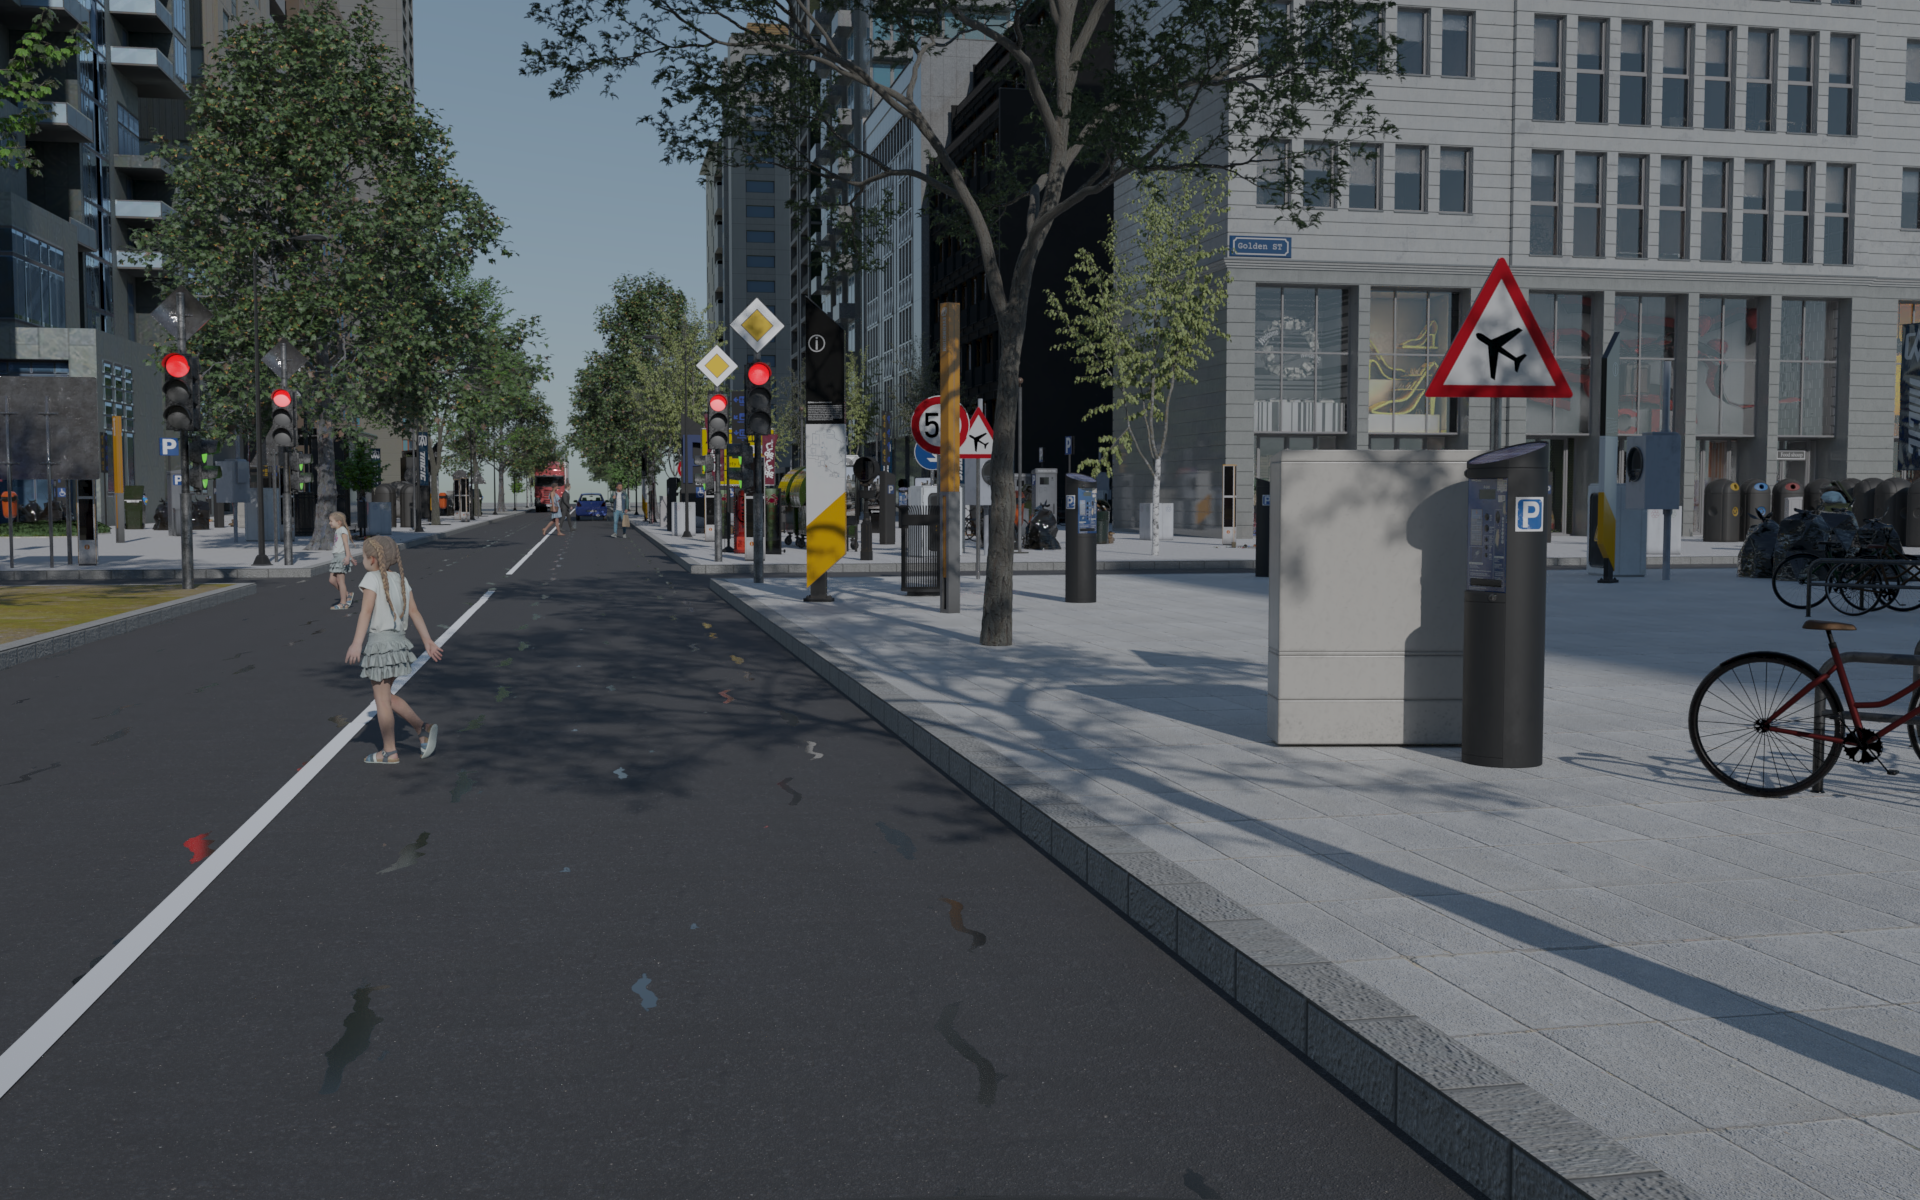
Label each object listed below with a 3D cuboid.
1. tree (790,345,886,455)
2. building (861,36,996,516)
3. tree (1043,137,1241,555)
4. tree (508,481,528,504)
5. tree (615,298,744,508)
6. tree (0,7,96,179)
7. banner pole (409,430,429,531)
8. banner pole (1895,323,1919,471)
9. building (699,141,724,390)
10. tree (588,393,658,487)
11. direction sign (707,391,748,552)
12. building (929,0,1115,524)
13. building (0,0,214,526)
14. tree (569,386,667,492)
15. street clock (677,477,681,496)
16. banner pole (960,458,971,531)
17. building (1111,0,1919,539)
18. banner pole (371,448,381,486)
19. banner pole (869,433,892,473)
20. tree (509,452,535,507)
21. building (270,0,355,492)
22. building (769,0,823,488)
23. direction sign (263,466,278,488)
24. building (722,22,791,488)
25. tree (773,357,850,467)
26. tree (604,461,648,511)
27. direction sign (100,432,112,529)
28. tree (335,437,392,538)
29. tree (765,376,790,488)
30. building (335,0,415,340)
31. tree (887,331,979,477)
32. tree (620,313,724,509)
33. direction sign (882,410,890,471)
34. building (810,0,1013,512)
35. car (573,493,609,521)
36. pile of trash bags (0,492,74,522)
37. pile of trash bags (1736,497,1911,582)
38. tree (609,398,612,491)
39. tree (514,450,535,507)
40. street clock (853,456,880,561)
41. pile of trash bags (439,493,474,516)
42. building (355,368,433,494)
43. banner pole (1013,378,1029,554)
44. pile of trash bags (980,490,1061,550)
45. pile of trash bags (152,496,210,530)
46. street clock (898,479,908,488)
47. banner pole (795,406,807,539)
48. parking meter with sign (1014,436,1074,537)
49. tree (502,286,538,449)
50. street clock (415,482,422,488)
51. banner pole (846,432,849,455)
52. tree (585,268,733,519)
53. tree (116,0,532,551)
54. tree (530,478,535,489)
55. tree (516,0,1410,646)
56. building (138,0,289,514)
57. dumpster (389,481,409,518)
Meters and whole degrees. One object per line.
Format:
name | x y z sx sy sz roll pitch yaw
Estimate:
tree | -5.453 -8.260 85.418 4.737 8.622 4.395 0 3 0
building | 1.790 -17.297 100.832 12.078 24.808 19.932 -1 4 -12
tree | 4.025 -5.255 36.285 4.737 8.622 4.395 0 3 0
tree | -39.969 -9.877 156.093 1.663 3.219 1.824 0 3 0
tree | -10.224 -6.952 64.027 4.737 8.622 4.395 0 3 0
tree | -9.826 -5.349 13.212 9.928 11.665 9.643 0 3 0
banner pole | -19.076 -4.349 61.116 0.401 3.779 0.863 2 4 34
banner pole | 12.367 -1.965 22.144 0.401 3.779 0.863 -2 4 -27
building | -22.757 -40.670 254.189 28.713 52.752 27.495 -1 4 -12
tree | -39.110 -17.085 197.473 7.486 12.596 7.792 0 3 0
direction sign | -5.104 -2.820 38.101 0.876 3.537 0.379 0 4 -1
building | 6.077 -15.503 83.144 12.332 23.373 15.834 -1 4 -12
building | -47.787 -46.811 78.032 22.319 86.520 31.000 -1 4 -12
tree | -31.293 -15.490 159.916 9.857 13.997 8.962 0 3 0
street clock | -12.273 -4.287 74.660 0.471 2.002 0.358 -3 5 -41
banner pole | 0.129 -4.264 59.736 0.863 3.779 0.401 0 4 1
building | 20.833 -17.084 56.815 29.804 29.767 11.434 -1 4 -12
banner pole | -28.182 -5.692 83.073 0.863 3.779 0.401 -1 4 -15
banner pole | -3.164 -4.930 70.626 0.863 3.779 0.401 -1 4 -11
tree | -44.410 -13.934 178.188 4.360 8.622 3.978 0 3 0
building | -60.170 -30.450 147.974 14.600 45.320 14.200 -1 4 -12
building | -6.609 -44.114 159.522 20.563 71.187 20.611 -1 4 -12
direction sign | -33.364 -5.613 83.770 0.876 3.537 0.379 1 4 17
building | -20.292 -41.812 225.624 21.231 58.520 28.212 -1 4 -12
tree | -8.241 -8.811 94.429 4.360 8.622 3.978 0 3 0
tree | -25.851 -9.204 134.206 4.285 4.588 4.351 0 3 0
direction sign | -31.367 -4.375 63.528 0.379 3.537 0.876 -1 4 -12
tree | -17.817 -3.475 51.418 1.663 3.219 1.824 0 3 0
tree | -12.227 -9.524 106.080 4.737 8.622 4.395 0 3 0
building | -81.367 -48.526 231.649 20.563 71.187 20.611 -1 4 -12
tree | -1.431 -7.788 77.696 4.360 8.622 3.978 0 3 0
tree | -11.722 -7.378 70.993 4.360 8.622 3.978 0 3 0
direction sign | -2.019 -3.378 47.233 0.379 3.537 0.876 1 4 11
building | 0.390 -31.539 135.263 23.786 49.044 30.456 -1 4 -12
car | -20.272 -5.238 95.229 1.945 1.707 3.694 -1 4 -12
pile of trash bags | -33.083 -3.179 61.731 1.912 1.369 3.447 0 4 -1
pile of trash bags | 13.690 -1.000 26.099 3.447 1.369 1.912 0 4 7
tree | -18.490 -9.204 100.850 4.737 8.622 4.395 0 3 0
tree | -42.688 -13.542 171.768 4.737 8.622 4.395 0 3 0
street clock | -1.808 -1.766 33.450 0.471 2.002 0.358 1 4 22
pile of trash bags | -29.612 -5.572 100.853 1.912 1.369 3.447 0 4 2
building | -79.148 -22.222 208.373 27.650 21.520 28.899 -1 4 -12
banner pole | 1.122 -2.905 37.520 0.863 3.779 0.401 3 5 42
pile of trash bags | 1.378 -1.925 41.232 1.912 1.369 3.447 0 4 -1
pile of trash bags | -27.688 -3.168 61.553 1.912 1.369 3.447 -2 4 -25
street clock | -2.695 -4.720 81.737 0.358 2.002 0.471 -3 4 -38
banner pole | -4.378 -3.634 49.426 0.401 3.779 0.863 -3 5 -39
parking meter with sign | 2.514 -3.413 52.069 1.738 3.016 0.543 -1 4 -17
tree | -21.622 -8.892 71.145 9.928 11.665 9.643 0 3 0
street clock | -26.051 -4.808 83.183 0.358 2.002 0.471 1 4 15
banner pole | -4.147 -4.376 61.570 0.401 3.779 0.863 -2 4 -32
tree | -15.800 -10.460 88.025 9.611 12.733 9.660 0 3 0
tree | -14.531 -7.492 39.507 9.611 12.733 9.660 0 3 0
tree | -53.323 -14.582 222.129 4.285 4.588 4.351 0 3 0
tree | 0.261 -4.871 14.060 8.767 10.594 7.601 0 4 4
building | -59.148 -31.924 111.203 28.713 52.752 27.495 -1 4 -12
dumpster | -24.894 -4.366 77.148 1.264 1.857 1.865 -1 4 -12
